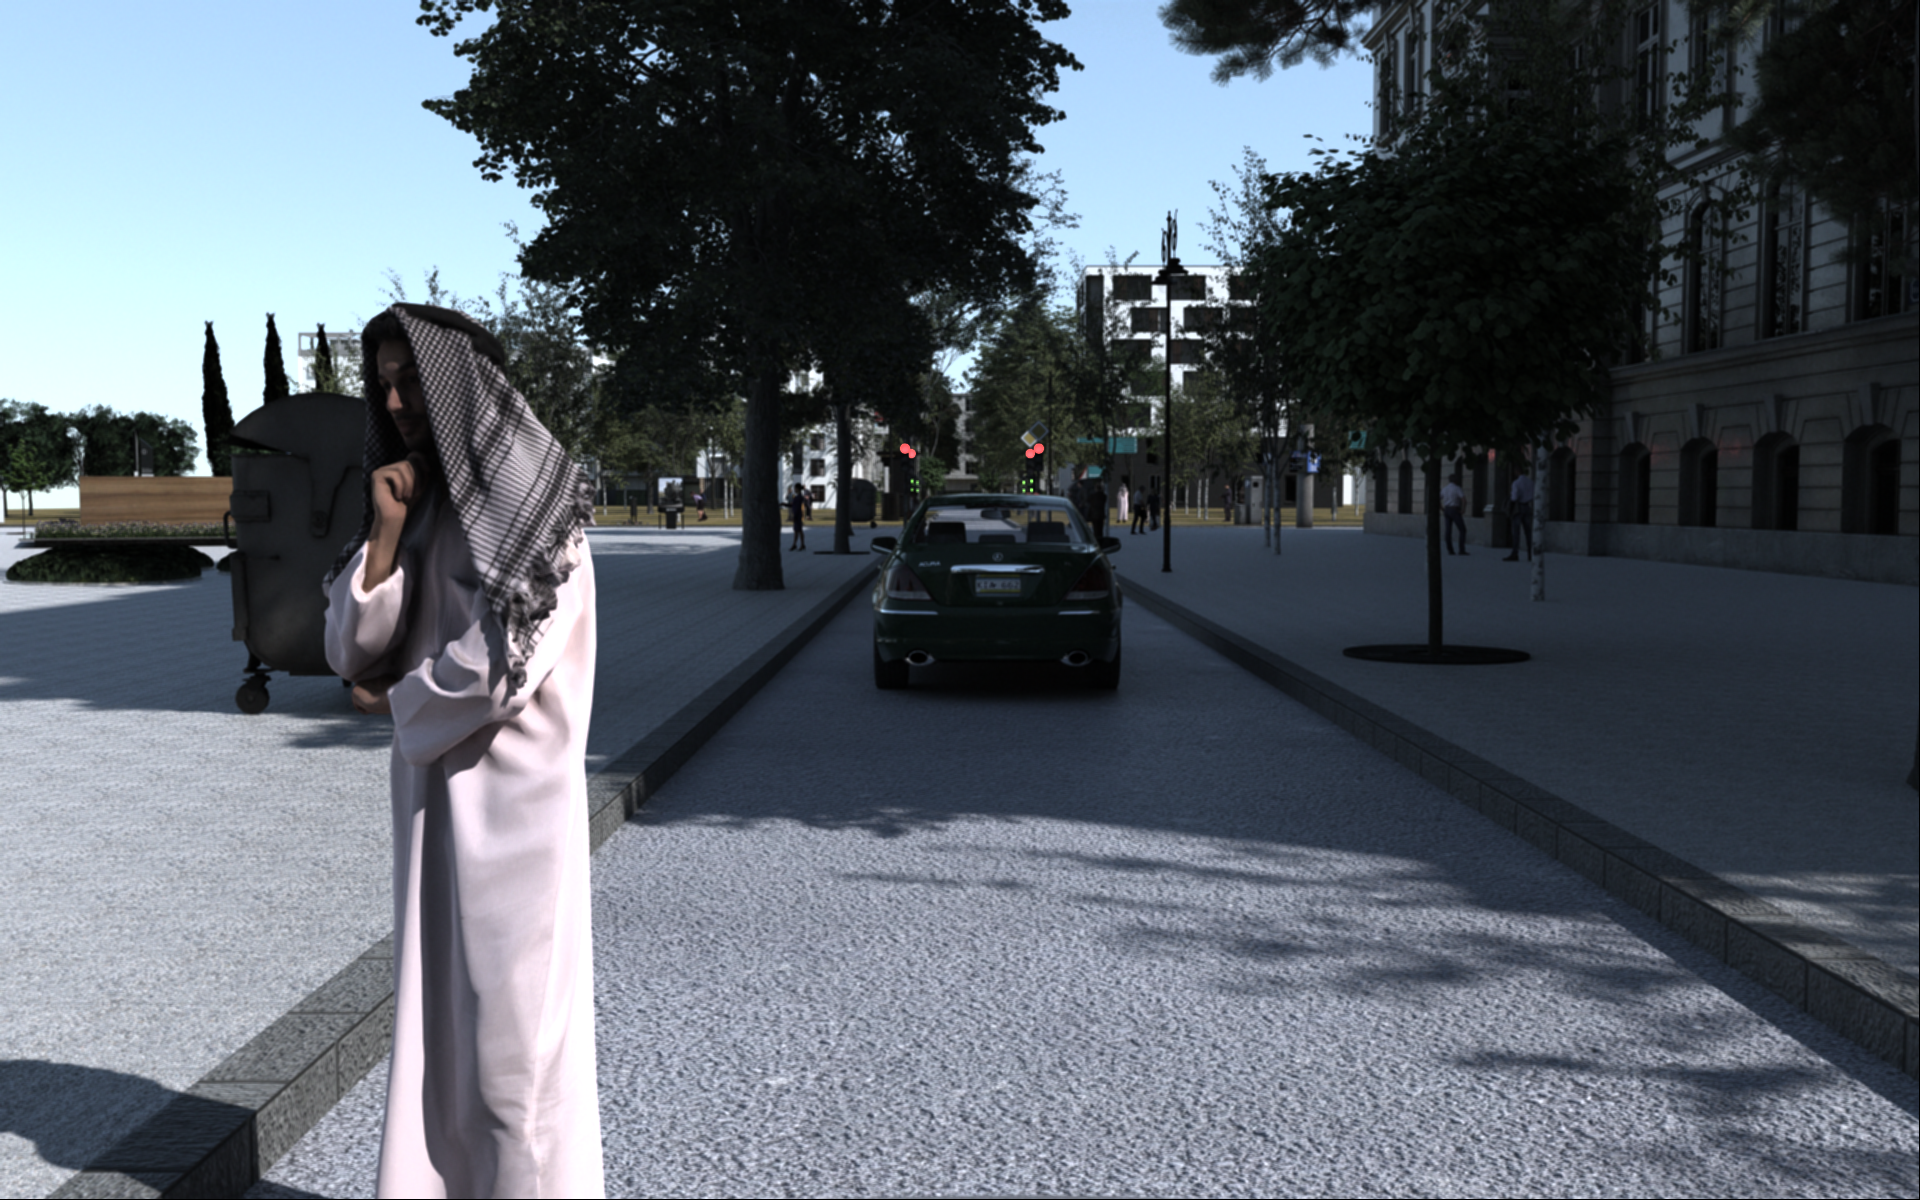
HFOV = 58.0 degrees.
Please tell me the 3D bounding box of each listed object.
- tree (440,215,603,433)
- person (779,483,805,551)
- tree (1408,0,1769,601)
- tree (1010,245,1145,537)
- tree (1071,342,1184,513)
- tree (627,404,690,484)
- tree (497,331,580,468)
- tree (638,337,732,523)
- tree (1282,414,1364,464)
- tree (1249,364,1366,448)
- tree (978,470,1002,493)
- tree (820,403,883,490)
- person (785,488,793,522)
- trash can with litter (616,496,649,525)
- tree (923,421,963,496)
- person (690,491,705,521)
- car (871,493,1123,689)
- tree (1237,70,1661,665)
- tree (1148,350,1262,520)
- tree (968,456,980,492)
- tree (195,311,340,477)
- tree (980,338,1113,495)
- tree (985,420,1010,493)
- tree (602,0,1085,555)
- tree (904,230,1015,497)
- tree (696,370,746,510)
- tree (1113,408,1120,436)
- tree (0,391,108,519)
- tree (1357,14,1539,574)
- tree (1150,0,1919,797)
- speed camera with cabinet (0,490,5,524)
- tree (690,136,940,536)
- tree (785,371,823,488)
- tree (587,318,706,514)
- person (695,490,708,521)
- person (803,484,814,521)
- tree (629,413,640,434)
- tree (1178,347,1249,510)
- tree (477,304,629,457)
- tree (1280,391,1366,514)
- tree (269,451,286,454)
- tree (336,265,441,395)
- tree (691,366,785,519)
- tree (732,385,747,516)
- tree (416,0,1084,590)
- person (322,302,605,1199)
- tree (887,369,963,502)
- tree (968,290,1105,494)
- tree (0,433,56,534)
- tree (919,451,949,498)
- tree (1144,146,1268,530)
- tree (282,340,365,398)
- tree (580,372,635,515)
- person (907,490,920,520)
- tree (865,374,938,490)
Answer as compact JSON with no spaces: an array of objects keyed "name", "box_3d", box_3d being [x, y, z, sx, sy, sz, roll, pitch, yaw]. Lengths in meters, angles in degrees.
[{"name":"tree","box_3d":[-11.105,-5.815,45.434,4.360,8.622,3.978,0,3,0]},{"name":"person","box_3d":[-3.771,-1.875,39.074,0.546,1.535,0.453,-1,4,-23]},{"name":"tree","box_3d":[7.163,-4.299,20.651,4.737,8.622,4.395,0,3,0]},{"name":"tree","box_3d":[4.070,-6.125,50.501,4.360,8.622,3.978,0,3,0]},{"name":"tree","box_3d":[11.492,-11.745,117.785,9.928,11.665,9.643,0,3,0]},{"name":"tree","box_3d":[-20.953,-12.420,125.124,6.751,12.117,7.091,0,3,0]},{"name":"tree","box_3d":[-20.016,-7.810,78.061,4.737,8.622,4.395,0,3,0]},{"name":"tree","box_3d":[-12.591,-7.764,77.304,4.360,8.622,3.978,0,3,0]},{"name":"tree","box_3d":[27.363,-11.702,125.738,8.767,10.594,7.601,1,4,20]},{"name":"tree","box_3d":[23.246,-11.168,92.973,12.009,13.543,11.850,0,3,0]},{"name":"tree","box_3d":[3.793,-13.969,212.110,4.285,4.588,4.351,0,3,0]},{"name":"tree","box_3d":[-6.672,-9.467,105.149,4.360,8.622,3.978,0,3,0]},{"name":"person","box_3d":[-7.800,-4.363,79.594,0.429,1.552,0.499,0,4,-1]},{"name":"trash can with litter","box_3d":[-14.049,-3.812,73.389,1.678,1.210,2.233,0,4,7]},{"name":"tree","box_3d":[-3.038,-17.230,207.460,9.928,11.665,9.643,0,3,0]},{"name":"person","box_3d":[-12.367,-4.422,81.575,0.697,1.427,0.421,0,4,4]},{"name":"car","box_3d":[0.295,-0.145,14.173,2.131,1.459,4.920,0,4,1]},{"name":"tree","box_3d":[3.839,-1.830,13.636,4.285,4.588,4.351,0,3,0]},{"name":"tree","box_3d":[11.947,-8.239,85.072,4.737,8.622,4.395,0,3,0]},{"name":"tree","box_3d":[3.264,-16.496,220.072,4.737,8.622,4.395,0,3,0]},{"name":"tree","box_3d":[-51.854,-14.104,132.413,18.604,14.587,13.155,1,4,19]},{"name":"tree","box_3d":[4.025,-8.023,81.534,4.737,8.622,4.395,0,3,0]},{"name":"tree","box_3d":[4.117,-11.034,130.776,4.360,8.622,3.978,0,3,0]},{"name":"tree","box_3d":[-2.487,-7.714,36.499,12.009,13.543,11.850,0,3,0]},{"name":"tree","box_3d":[-1.697,-16.068,118.598,12.611,20.169,13.585,0,3,0]},{"name":"tree","box_3d":[-19.884,-13.035,138.876,9.928,11.665,9.643,0,3,0]},{"name":"tree","box_3d":[9.744,-10.696,125.236,4.737,8.622,4.395,0,3,0]},{"name":"tree","box_3d":[-50.050,-8.137,95.942,20.602,7.101,11.467,2,4,31]},{"name":"tree","box_3d":[7.635,-4.729,27.689,4.360,8.622,3.978,0,3,0]},{"name":"tree","box_3d":[4.223,-5.197,7.026,6.751,12.117,7.091,0,3,0]},{"name":"speed camera with cabinet","box_3d":[-42.051,-4.887,74.238,0.660,3.252,2.038,1,4,17]},{"name":"tree","box_3d":[-3.515,-8.000,52.849,6.751,12.117,7.091,0,3,0]},{"name":"tree","box_3d":[-9.199,-8.890,95.709,4.737,8.622,4.395,0,3,0]},{"name":"tree","box_3d":[-20.400,-11.819,111.362,7.486,12.596,7.792,0,3,0]},{"name":"person","box_3d":[-12.520,-4.585,83.697,0.600,1.496,0.574,0,4,-1]},{"name":"person","box_3d":[-7.416,-4.715,83.589,0.683,1.767,0.568,-1,4,-17]},{"name":"tree","box_3d":[-21.664,-9.802,94.673,8.767,10.594,7.601,0,4,-8]},{"name":"tree","box_3d":[21.894,-14.065,140.336,12.009,13.543,11.850,0,3,0]},{"name":"tree","box_3d":[-21.772,-9.167,84.294,8.767,10.594,7.601,1,4,9]},{"name":"tree","box_3d":[24.319,-11.880,112.361,7.486,12.596,7.792,0,3,0]},{"name":"tree","box_3d":[-50.311,-9.317,115.234,20.602,7.101,11.467,0,4,7]},{"name":"tree","box_3d":[-17.258,-6.394,54.899,4.360,8.622,3.978,0,3,0]},{"name":"tree","box_3d":[-11.988,-8.551,90.163,4.737,8.622,4.395,0,3,0]},{"name":"tree","box_3d":[-13.151,-9.227,101.219,4.360,8.622,3.978,0,3,0]},{"name":"tree","box_3d":[-2.720,-7.120,23.064,9.857,13.997,8.962,0,3,0]},{"name":"person","box_3d":[-0.829,0.384,2.895,0.551,1.740,0.621,2,4,23]},{"name":"tree","box_3d":[-4.129,-16.686,180.230,7.806,13.903,7.818,0,3,0]},{"name":"tree","box_3d":[4.116,-10.768,94.183,7.486,12.596,7.792,0,3,0]},{"name":"tree","box_3d":[-29.994,-3.708,55.223,1.663,3.219,1.824,0,3,0]},{"name":"tree","box_3d":[-2.476,-9.032,131.391,4.285,4.588,4.351,0,3,0]},{"name":"tree","box_3d":[6.656,-5.267,36.483,4.360,8.622,3.978,0,3,0]},{"name":"tree","box_3d":[-29.611,-8.035,81.728,4.737,8.622,4.395,0,3,0]},{"name":"tree","box_3d":[-21.303,-9.365,103.476,4.737,8.622,4.395,0,3,0]},{"name":"person","box_3d":[-1.014,-1.790,40.233,0.387,1.526,0.523,2,4,33]},{"name":"tree","box_3d":[-3.180,-8.718,92.897,4.737,8.622,4.395,0,3,0]}]
